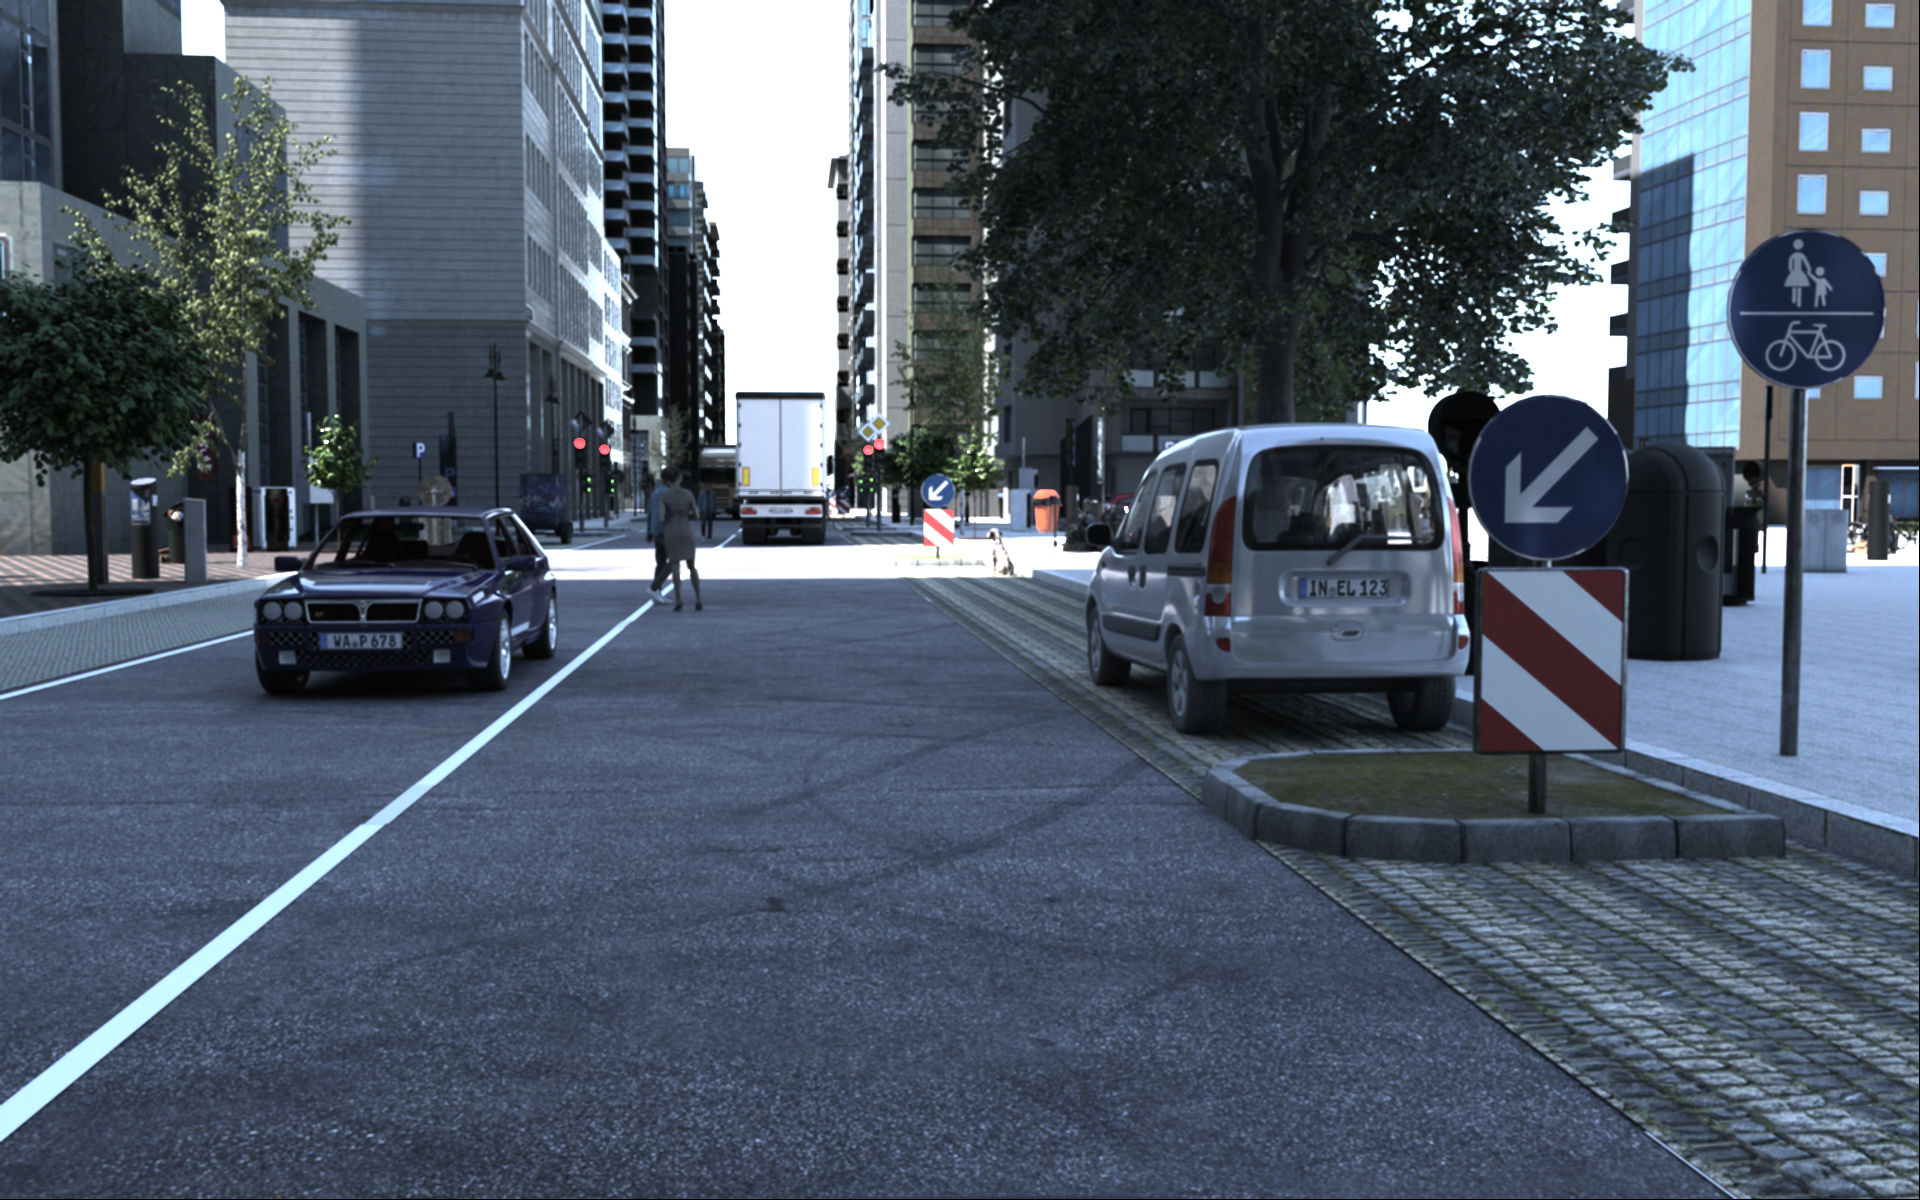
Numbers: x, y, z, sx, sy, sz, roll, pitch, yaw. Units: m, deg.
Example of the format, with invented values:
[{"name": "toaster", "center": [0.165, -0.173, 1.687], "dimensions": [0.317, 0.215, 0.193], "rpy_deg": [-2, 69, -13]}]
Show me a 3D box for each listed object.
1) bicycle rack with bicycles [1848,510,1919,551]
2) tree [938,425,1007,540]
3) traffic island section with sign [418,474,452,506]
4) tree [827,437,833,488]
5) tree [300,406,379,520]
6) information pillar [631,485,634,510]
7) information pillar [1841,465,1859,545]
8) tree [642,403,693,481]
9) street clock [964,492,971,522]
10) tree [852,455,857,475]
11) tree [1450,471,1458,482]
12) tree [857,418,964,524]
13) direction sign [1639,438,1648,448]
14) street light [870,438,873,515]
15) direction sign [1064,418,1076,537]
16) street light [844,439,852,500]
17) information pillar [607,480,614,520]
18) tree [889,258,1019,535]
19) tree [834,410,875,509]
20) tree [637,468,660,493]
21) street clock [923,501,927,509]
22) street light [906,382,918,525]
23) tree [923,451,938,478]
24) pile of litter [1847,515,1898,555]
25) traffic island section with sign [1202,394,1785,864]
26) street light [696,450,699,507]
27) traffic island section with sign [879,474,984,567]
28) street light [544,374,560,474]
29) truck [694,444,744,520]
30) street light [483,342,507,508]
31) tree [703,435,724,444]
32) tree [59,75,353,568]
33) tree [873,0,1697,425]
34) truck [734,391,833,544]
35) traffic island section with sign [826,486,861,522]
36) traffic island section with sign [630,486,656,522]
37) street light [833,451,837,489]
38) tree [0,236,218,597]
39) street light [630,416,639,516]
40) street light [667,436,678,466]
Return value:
[{"name": "bicycle rack with bicycles", "center": [21.221, -1.635, 40.111], "dimensions": [2.852, 0.926, 2.925], "rpy_deg": [-3, 5, -42]}, {"name": "tree", "center": [0.384, -3.306, 48.654], "dimensions": [1.663, 3.219, 1.824], "rpy_deg": [0, 3, 0]}, {"name": "traffic island section with sign", "center": [-10.328, -1.548, 33.938], "dimensions": [1.989, 1.847, 2.006], "rpy_deg": [0, 4, -6]}, {"name": "tree", "center": [-16.932, -16.849, 225.838], "dimensions": [4.737, 8.622, 4.395], "rpy_deg": [0, 3, 0]}, {"name": "tree", "center": [-13.577, -2.663, 38.144], "dimensions": [1.663, 3.219, 1.824], "rpy_deg": [0, 3, 0]}, {"name": "information pillar", "center": [-26.372, -8.234, 139.119], "dimensions": [0.304, 2.012, 0.304], "rpy_deg": [-1, 4, -15]}, {"name": "information pillar", "center": [22.326, -2.384, 43.470], "dimensions": [0.304, 2.012, 0.304], "rpy_deg": [-3, 5, -41]}, {"name": "tree", "center": [-23.355, -11.527, 138.824], "dimensions": [4.360, 8.622, 3.978], "rpy_deg": [0, 3, 0]}, {"name": "street clock", "center": [0.324, -4.523, 78.528], "dimensions": [0.358, 2.002, 0.471], "rpy_deg": [0, 4, 1]}, {"name": "tree", "center": [-5.293, -7.742, 110.299], "dimensions": [4.285, 4.588, 4.351], "rpy_deg": [0, 3, 0]}, {"name": "tree", "center": [15.365, -3.475, 51.426], "dimensions": [1.663, 3.219, 1.824], "rpy_deg": [0, 3, 0]}, {"name": "tree", "center": [-1.461, -5.604, 75.331], "dimensions": [4.285, 4.588, 4.351], "rpy_deg": [0, 3, 0]}, {"name": "direction sign", "center": [27.716, -4.788, 70.284], "dimensions": [0.379, 3.537, 0.876], "rpy_deg": [3, 5, 41]}, {"name": "street light", "center": [-5.428, -8.142, 105.913], "dimensions": [0.468, 5.910, 1.993], "rpy_deg": [0, 4, -6]}, {"name": "direction sign", "center": [3.311, -3.658, 51.799], "dimensions": [0.379, 3.537, 0.876], "rpy_deg": [-1, 4, -14]}, {"name": "street light", "center": [-9.781, -10.755, 148.629], "dimensions": [0.468, 5.910, 1.993], "rpy_deg": [0, 4, -6]}, {"name": "information pillar", "center": [-17.209, -4.931, 85.111], "dimensions": [0.304, 2.012, 0.304], "rpy_deg": [3, 4, 37]}, {"name": "tree", "center": [-0.013, -6.313, 53.578], "dimensions": [4.737, 8.622, 4.395], "rpy_deg": [0, 3, 0]}, {"name": "tree", "center": [-8.944, -12.386, 152.874], "dimensions": [4.360, 8.622, 3.978], "rpy_deg": [0, 3, 0]}, {"name": "tree", "center": [-22.530, -8.004, 125.475], "dimensions": [1.663, 3.219, 1.824], "rpy_deg": [0, 3, 0]}, {"name": "street clock", "center": [-1.738, -4.973, 85.886], "dimensions": [0.471, 2.002, 0.358], "rpy_deg": [-1, 4, -15]}, {"name": "street light", "center": [-1.995, -6.030, 71.382], "dimensions": [0.468, 5.910, 1.993], "rpy_deg": [0, 4, -6]}, {"name": "tree", "center": [-0.659, -4.402, 66.573], "dimensions": [1.663, 3.219, 1.824], "rpy_deg": [0, 3, 0]}, {"name": "pile of litter", "center": [19.532, -1.417, 37.137], "dimensions": [1.719, 0.858, 1.176], "rpy_deg": [-3, 5, -44]}, {"name": "traffic island section with sign", "center": [2.153, 0.061, 7.636], "dimensions": [1.989, 1.847, 2.006], "rpy_deg": [0, 4, -6]}, {"name": "street light", "center": [-26.803, -12.501, 177.184], "dimensions": [0.468, 5.910, 1.993], "rpy_deg": [0, 4, -6]}, {"name": "traffic island section with sign", "center": [-0.611, -1.607, 34.905], "dimensions": [1.989, 1.847, 2.006], "rpy_deg": [0, 4, -6]}, {"name": "street light", "center": [-15.650, -5.738, 66.599], "dimensions": [0.468, 5.910, 1.993], "rpy_deg": [0, 4, -6]}, {"name": "truck", "center": [-13.612, -6.750, 99.271], "dimensions": [2.839, 4.237, 11.283], "rpy_deg": [0, 4, -6]}, {"name": "street light", "center": [-14.146, -4.896, 52.837], "dimensions": [0.468, 5.910, 1.993], "rpy_deg": [0, 4, -6]}, {"name": "tree", "center": [-30.574, -16.227, 215.672], "dimensions": [4.360, 8.622, 3.978], "rpy_deg": [0, 3, 0]}, {"name": "tree", "center": [-12.744, -4.866, 29.925], "dimensions": [4.737, 8.622, 4.395], "rpy_deg": [0, 3, 0]}, {"name": "tree", "center": [3.881, -6.968, 20.577], "dimensions": [9.857, 13.997, 8.962], "rpy_deg": [0, 3, 0]}, {"name": "truck", "center": [-5.290, -3.905, 52.754], "dimensions": [2.839, 4.237, 11.283], "rpy_deg": [0, 4, -4]}, {"name": "traffic island section with sign", "center": [-6.179, -4.990, 90.217], "dimensions": [1.989, 1.847, 2.006], "rpy_deg": [0, 4, -6]}, {"name": "traffic island section with sign", "center": [-15.883, -4.918, 89.038], "dimensions": [1.989, 1.847, 2.006], "rpy_deg": [0, 4, -6]}, {"name": "street light", "center": [-13.283, -12.905, 183.777], "dimensions": [0.468, 5.910, 1.993], "rpy_deg": [0, 4, -6]}, {"name": "tree", "center": [-11.228, -2.360, 22.295], "dimensions": [4.285, 4.588, 4.351], "rpy_deg": [0, 3, 0]}, {"name": "street light", "center": [-18.949, -7.836, 100.901], "dimensions": [0.468, 5.910, 1.993], "rpy_deg": [0, 4, -6]}, {"name": "street light", "center": [-22.547, -9.932, 135.173], "dimensions": [0.468, 5.910, 1.993], "rpy_deg": [0, 4, -6]}]
